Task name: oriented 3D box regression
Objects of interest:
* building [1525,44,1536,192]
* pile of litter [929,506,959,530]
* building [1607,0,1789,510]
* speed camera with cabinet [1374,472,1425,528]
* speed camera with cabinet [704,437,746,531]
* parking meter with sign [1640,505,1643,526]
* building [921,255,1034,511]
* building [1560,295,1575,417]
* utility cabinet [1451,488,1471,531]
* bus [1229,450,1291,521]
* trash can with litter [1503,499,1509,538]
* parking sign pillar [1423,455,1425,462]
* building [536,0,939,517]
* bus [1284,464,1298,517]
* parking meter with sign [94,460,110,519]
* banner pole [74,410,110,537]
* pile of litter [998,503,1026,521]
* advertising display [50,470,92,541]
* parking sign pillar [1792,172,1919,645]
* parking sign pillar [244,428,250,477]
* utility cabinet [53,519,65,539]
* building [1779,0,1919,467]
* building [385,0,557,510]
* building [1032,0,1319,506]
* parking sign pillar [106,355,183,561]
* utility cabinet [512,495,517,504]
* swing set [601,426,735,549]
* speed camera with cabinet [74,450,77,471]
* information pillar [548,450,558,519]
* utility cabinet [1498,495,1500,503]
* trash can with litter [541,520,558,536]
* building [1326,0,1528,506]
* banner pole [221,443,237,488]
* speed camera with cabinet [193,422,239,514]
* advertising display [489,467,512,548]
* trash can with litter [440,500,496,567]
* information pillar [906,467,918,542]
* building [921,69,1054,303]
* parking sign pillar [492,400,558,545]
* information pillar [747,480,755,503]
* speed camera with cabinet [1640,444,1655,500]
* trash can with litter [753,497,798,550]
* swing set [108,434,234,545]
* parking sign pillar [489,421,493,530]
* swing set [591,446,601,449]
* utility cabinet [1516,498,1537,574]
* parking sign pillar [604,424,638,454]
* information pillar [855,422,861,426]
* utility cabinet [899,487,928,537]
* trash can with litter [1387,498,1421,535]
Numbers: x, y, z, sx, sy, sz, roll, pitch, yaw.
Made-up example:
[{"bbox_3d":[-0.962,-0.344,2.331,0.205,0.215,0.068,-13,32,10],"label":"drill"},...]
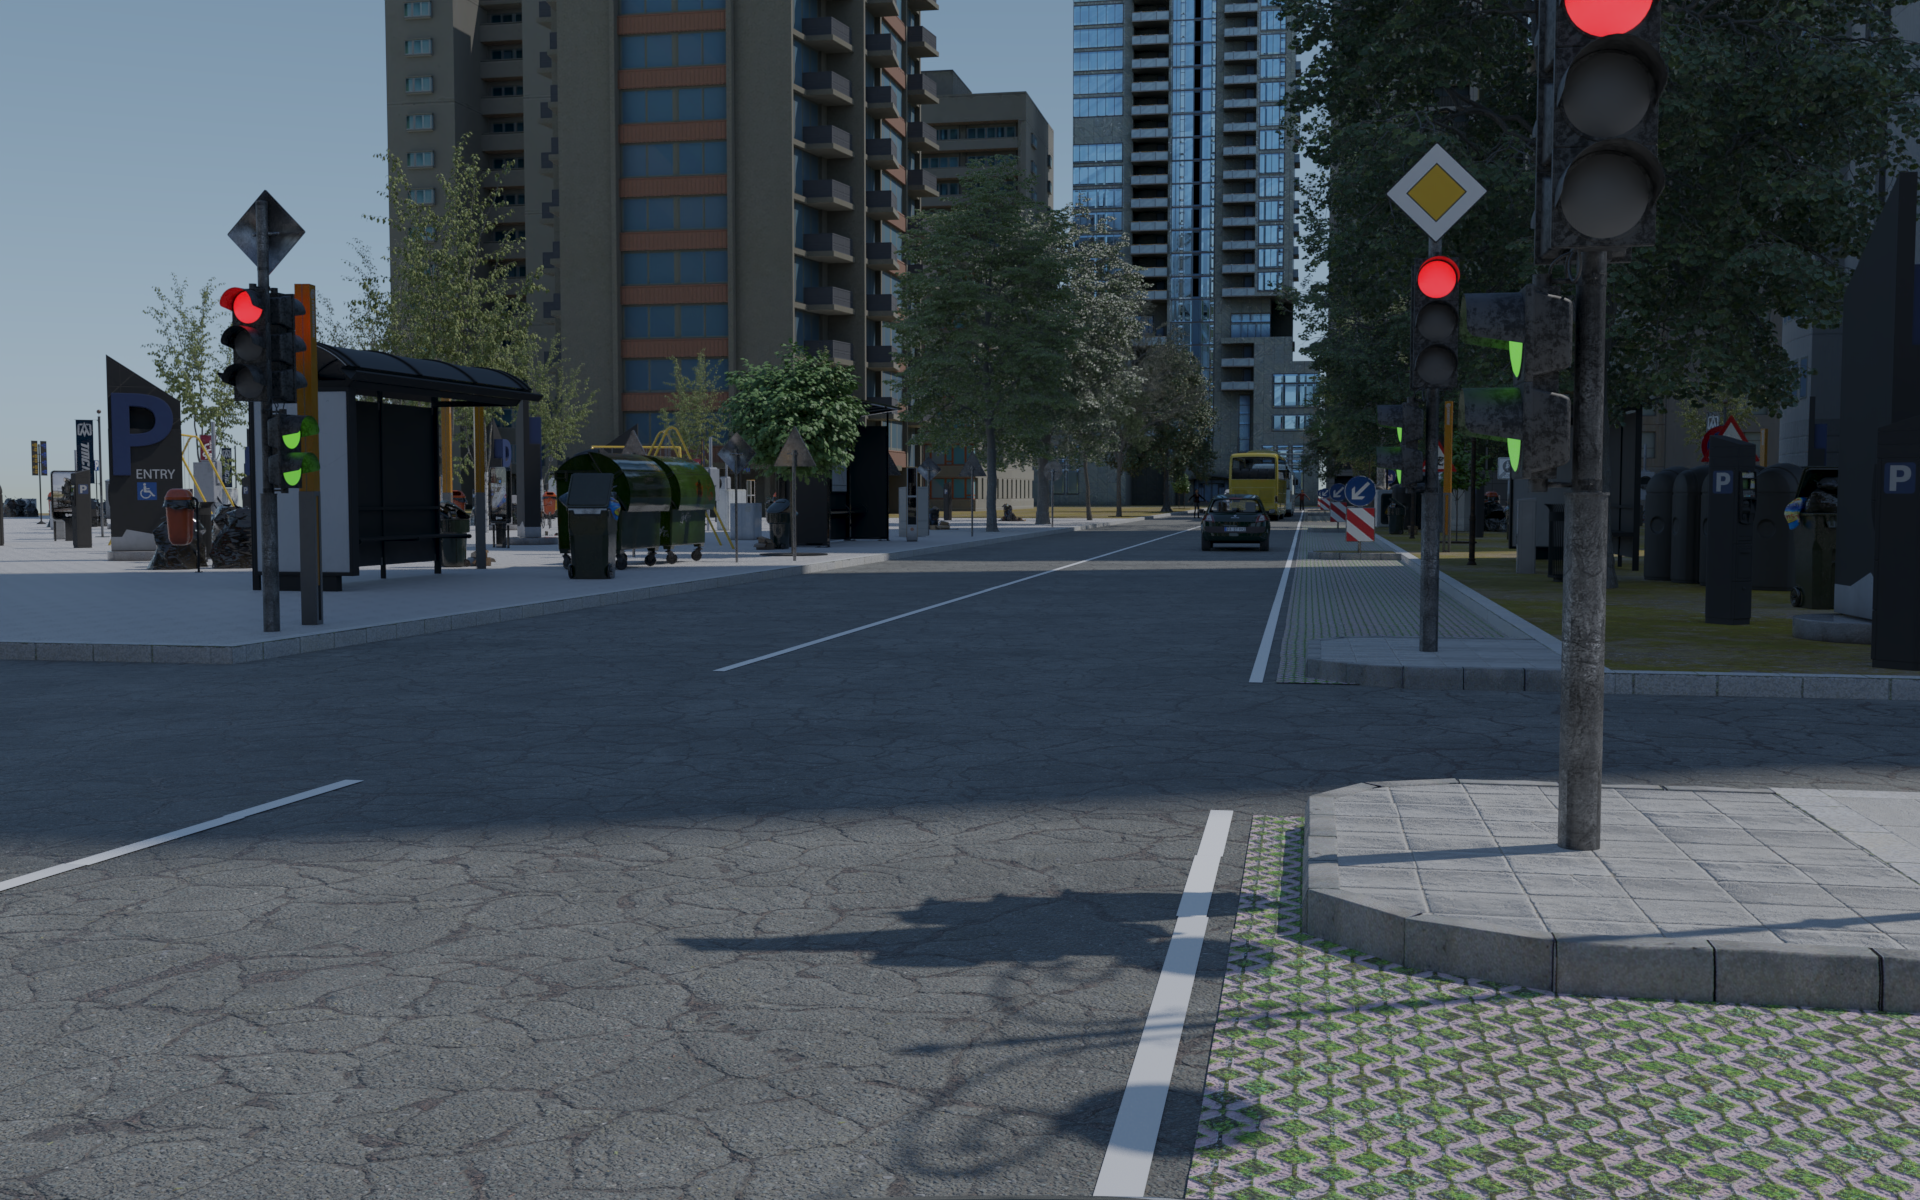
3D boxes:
[{"bbox_3d":[76.103,-36.733,189.828,27.495,52.752,28.713,1,4,11],"label":"building"},{"bbox_3d":[-0.841,-2.963,62.405,1.719,0.858,1.176,0,4,-3],"label":"pile of litter"},{"bbox_3d":[46.747,-25.985,108.454,14.154,41.232,14.086,1,4,11],"label":"building"},{"bbox_3d":[17.019,-4.418,66.563,2.038,3.252,0.660,0,4,2],"label":"speed camera with cabinet"},{"bbox_3d":[-8.388,-4.060,60.716,0.660,3.252,2.038,2,4,35],"label":"speed camera with cabinet"},{"bbox_3d":[26.631,-4.498,69.806,1.738,3.016,0.543,3,5,42],"label":"parking meter with sign"},{"bbox_3d":[-10.293,-18.275,143.837,28.899,21.520,27.650,1,4,11],"label":"building"},{"bbox_3d":[55.060,-28.990,128.605,22.147,44.769,28.867,1,4,11],"label":"building"},{"bbox_3d":[17.094,-3.116,59.620,0.318,1.500,1.173,-1,4,-22],"label":"utility cabinet"},{"bbox_3d":[16.645,-6.393,96.073,2.896,3.916,12.252,1,4,13],"label":"bus"},{"bbox_3d":[15.204,-2.151,46.558,1.055,1.170,0.624,0,4,-4],"label":"trash can with litter"},{"bbox_3d":[22.967,-5.925,85.339,1.447,3.967,1.447,1,4,15],"label":"parking sign pillar"},{"bbox_3d":[-13.645,-27.752,108.366,22.147,44.769,28.867,1,4,11],"label":"building"},{"bbox_3d":[20.284,-7.163,111.967,2.948,3.499,13.247,1,4,12],"label":"bus"},{"bbox_3d":[-43.497,-5.671,88.989,1.738,3.016,0.543,0,4,-6],"label":"parking meter with sign"},{"bbox_3d":[-25.694,-3.746,51.266,0.863,3.779,0.401,-2,4,-25],"label":"banner pole"},{"bbox_3d":[2.428,-4.152,81.856,1.176,0.858,1.719,-1,4,-22],"label":"pile of litter"},{"bbox_3d":[-24.252,-2.572,47.265,0.974,1.923,0.123,-3,4,-38],"label":"advertising display"},{"bbox_3d":[8.161,-1.635,15.204,1.447,3.967,1.447,1,4,9],"label":"parking sign pillar"},{"bbox_3d":[-28.567,-5.037,70.828,1.447,3.967,1.447,0,4,8],"label":"parking sign pillar"},{"bbox_3d":[-25.556,-2.491,49.402,0.318,1.500,1.173,-1,4,-14],"label":"utility cabinet"},{"bbox_3d":[41.074,-31.700,60.302,21.231,58.520,28.212,1,4,11],"label":"building"},{"bbox_3d":[-34.578,-32.209,150.314,21.600,48.544,21.300,1,4,11],"label":"building"},{"bbox_3d":[25.070,-53.976,195.171,31.000,86.520,22.319,1,4,11],"label":"building"},{"bbox_3d":[-15.821,-2.763,33.649,1.447,3.967,1.447,-2,4,-25],"label":"parking sign pillar"},{"bbox_3d":[-23.970,-4.980,92.583,0.306,1.237,1.020,-2,4,-30],"label":"utility cabinet"},{"bbox_3d":[-7.000,-2.682,41.465,2.862,2.851,3.119,-1,4,-14],"label":"swing set"},{"bbox_3d":[-40.186,-5.116,77.988,0.660,3.252,2.038,-3,5,-42],"label":"speed camera with cabinet"},{"bbox_3d":[-20.668,-5.910,87.983,0.504,3.616,0.183,0,4,2],"label":"information pillar"},{"bbox_3d":[23.579,-4.051,77.402,1.020,1.237,0.306,0,4,7],"label":"utility cabinet"},{"bbox_3d":[-12.126,-2.600,53.570,2.233,1.210,1.678,-1,4,-14],"label":"trash can with litter"},{"bbox_3d":[51.034,-45.965,189.786,20.611,71.187,20.563,1,4,11],"label":"building"},{"bbox_3d":[-34.664,-5.646,82.330,0.863,3.779,0.401,-1,4,-11],"label":"banner pole"},{"bbox_3d":[-20.612,-3.280,47.971,0.660,3.252,2.038,0,4,-5],"label":"speed camera with cabinet"},{"bbox_3d":[-10.936,-2.203,41.226,0.123,1.923,0.974,-3,4,-38],"label":"advertising display"},{"bbox_3d":[-8.796,-1.177,30.632,0.624,1.170,1.055,3,5,39],"label":"trash can with litter"},{"bbox_3d":[-1.295,-2.583,46.719,0.304,2.012,0.304,0,4,-3],"label":"information pillar"},{"bbox_3d":[-1.019,-35.368,201.963,21.600,48.544,21.300,1,4,11],"label":"building"},{"bbox_3d":[-10.971,-3.396,44.003,1.447,3.967,1.447,-1,4,-23],"label":"parking sign pillar"},{"bbox_3d":[-10.912,-5.254,90.397,0.304,2.012,0.304,3,4,36],"label":"information pillar"},{"bbox_3d":[26.437,-4.549,68.720,2.038,3.252,0.660,1,4,17],"label":"speed camera with cabinet"},{"bbox_3d":[-4.271,-1.752,40.031,0.624,1.170,1.055,2,4,30],"label":"trash can with litter"},{"bbox_3d":[-20.137,-2.882,44.737,2.862,2.851,3.119,-1,4,-10],"label":"swing set"},{"bbox_3d":[-16.313,-4.469,61.545,1.447,3.967,1.447,0,4,1],"label":"parking sign pillar"},{"bbox_3d":[-10.702,-3.612,56.680,3.119,2.851,2.862,-1,4,-14],"label":"swing set"},{"bbox_3d":[9.272,-1.053,28.384,0.306,1.237,1.020,1,4,17],"label":"utility cabinet"},{"bbox_3d":[-12.967,-4.769,66.440,1.447,3.967,1.447,0,4,-2],"label":"parking sign pillar"},{"bbox_3d":[-3.009,-3.547,49.353,0.504,3.616,0.183,-1,4,-14],"label":"information pillar"},{"bbox_3d":[-1.403,-2.641,51.864,0.318,1.500,1.173,2,4,31],"label":"utility cabinet"},{"bbox_3d":[14.087,-2.661,54.898,1.055,1.170,0.624,1,4,21],"label":"trash can with litter"}]
